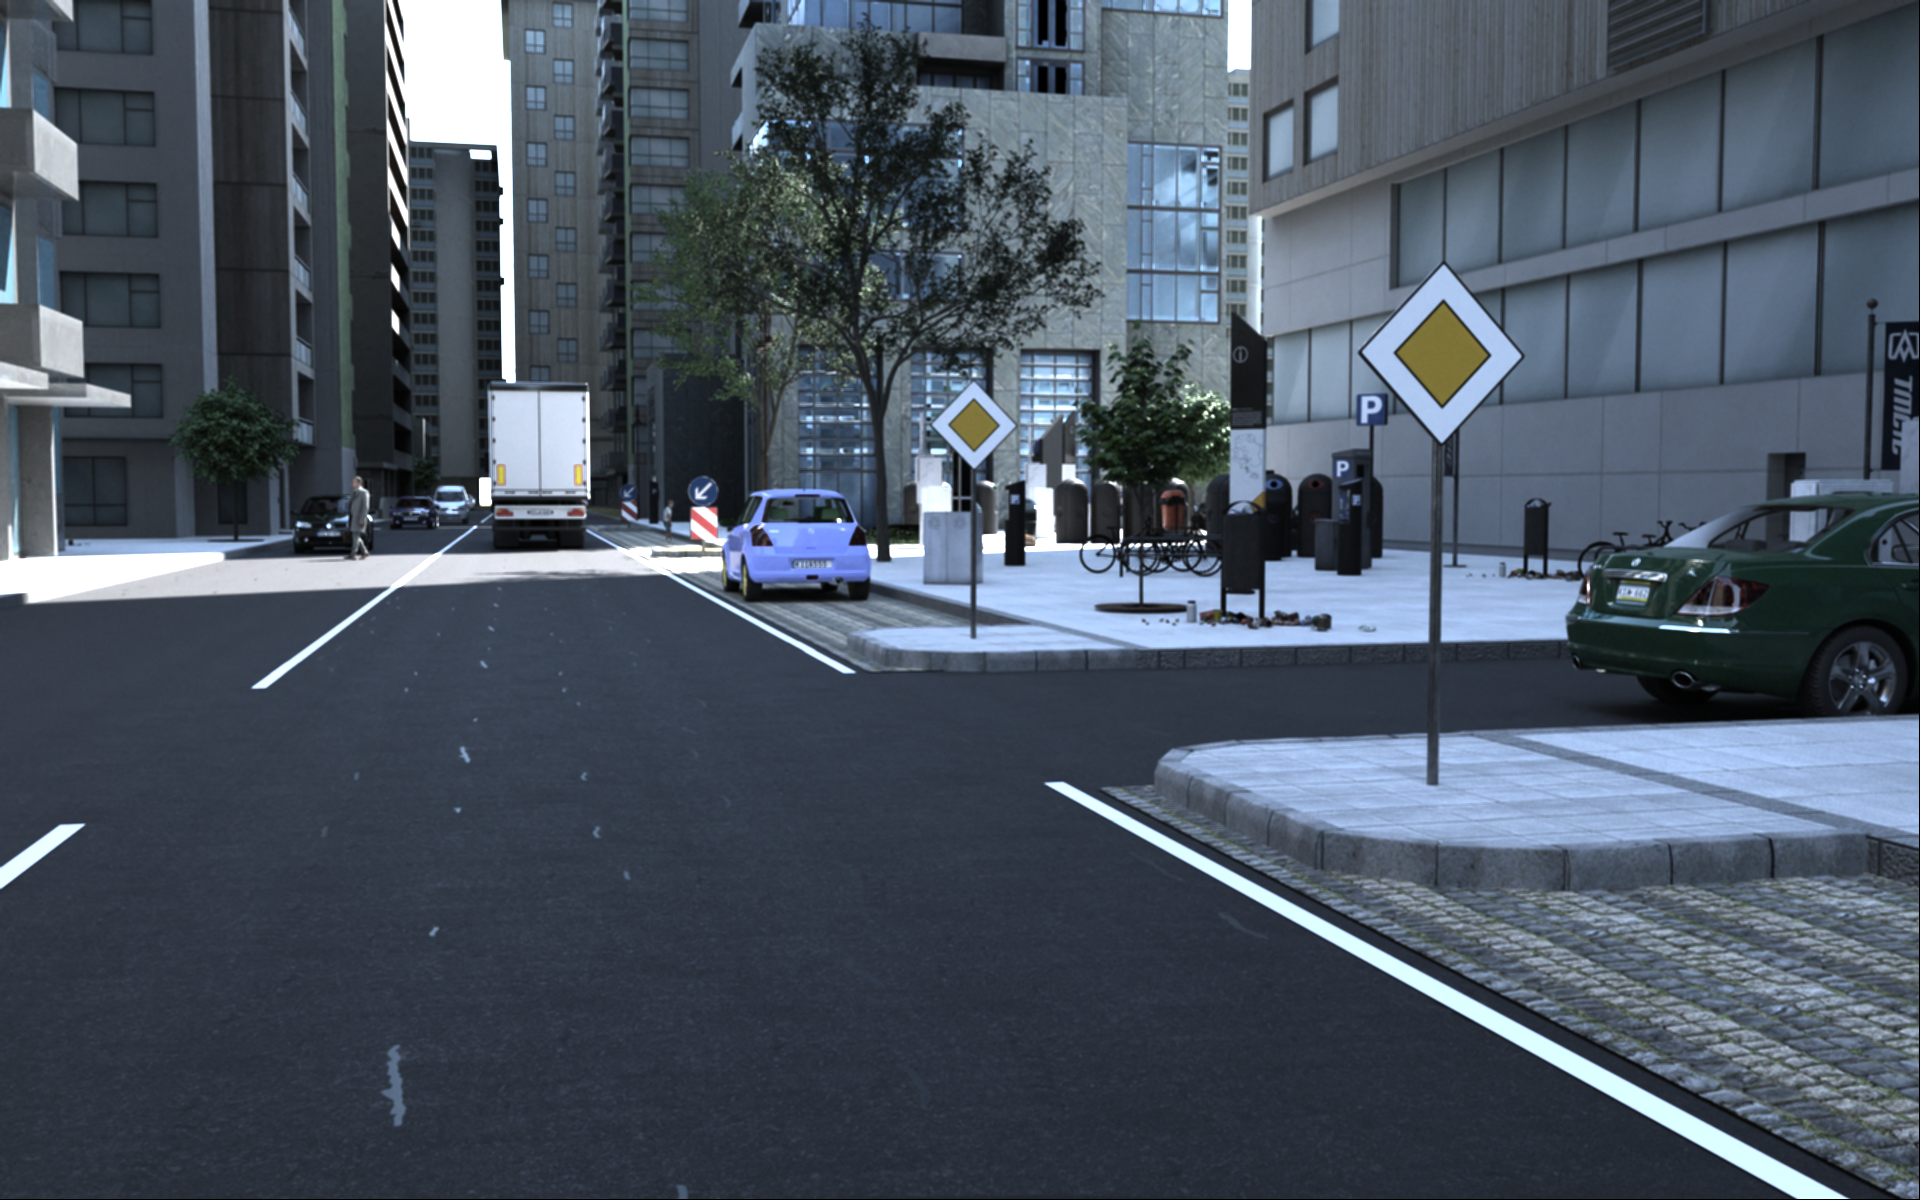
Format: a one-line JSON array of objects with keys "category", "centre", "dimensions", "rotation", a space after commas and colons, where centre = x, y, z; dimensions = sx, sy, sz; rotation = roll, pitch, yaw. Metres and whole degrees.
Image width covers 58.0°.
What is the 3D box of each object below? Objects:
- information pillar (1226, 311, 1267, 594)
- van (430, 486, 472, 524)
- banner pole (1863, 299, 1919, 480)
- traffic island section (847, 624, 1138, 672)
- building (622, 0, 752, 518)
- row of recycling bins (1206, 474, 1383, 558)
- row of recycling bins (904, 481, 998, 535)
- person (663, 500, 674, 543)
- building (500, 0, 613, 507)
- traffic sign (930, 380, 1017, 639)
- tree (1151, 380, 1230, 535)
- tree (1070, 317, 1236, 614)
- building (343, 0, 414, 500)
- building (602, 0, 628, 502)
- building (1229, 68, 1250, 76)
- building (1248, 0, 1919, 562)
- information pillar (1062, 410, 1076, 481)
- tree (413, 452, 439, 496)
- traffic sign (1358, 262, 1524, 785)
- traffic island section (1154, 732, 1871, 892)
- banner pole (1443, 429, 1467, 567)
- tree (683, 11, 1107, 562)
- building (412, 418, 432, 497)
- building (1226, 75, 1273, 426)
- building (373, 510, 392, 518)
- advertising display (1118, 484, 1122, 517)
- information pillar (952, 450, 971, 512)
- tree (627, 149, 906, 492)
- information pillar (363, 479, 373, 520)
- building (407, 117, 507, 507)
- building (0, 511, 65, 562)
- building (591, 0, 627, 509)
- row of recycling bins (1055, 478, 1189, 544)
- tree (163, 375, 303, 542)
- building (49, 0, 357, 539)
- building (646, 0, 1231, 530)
[{"category": "information pillar", "centre": [3.667, -1.883, 22.139], "dimensions": [0.504, 3.616, 0.183], "rotation": [3, 4, 36]}, {"category": "van", "centre": [-24.597, -4.682, 83.570], "dimensions": [2.013, 2.044, 4.112], "rotation": [-1, 4, -15]}, {"category": "banner pole", "centre": [11.908, -1.970, 22.228], "dimensions": [0.863, 3.779, 0.401], "rotation": [1, 4, 20]}, {"category": "traffic island section", "centre": [0.137, 0.420, 15.408], "dimensions": [2.009, 0.180, 2.903], "rotation": [-1, 4, -14]}, {"category": "building", "centre": [-12.230, -25.425, 99.297], "dimensions": [14.154, 41.232, 14.086], "rotation": [-1, 4, -14]}, {"category": "row of recycling bins", "centre": [6.792, -1.724, 35.293], "dimensions": [3.534, 1.692, 1.069], "rotation": [1, 4, 8]}, {"category": "row of recycling bins", "centre": [-0.301, -2.846, 53.652], "dimensions": [3.534, 1.692, 1.069], "rotation": [-3, 5, -41]}, {"category": "person", "centre": [-8.563, -2.308, 50.913], "dimensions": [0.352, 1.250, 0.332], "rotation": [1, 4, 11]}, {"category": "building", "centre": [-34.314, -36.415, 184.618], "dimensions": [27.495, 52.752, 28.713], "rotation": [-1, 4, -14]}, {"category": "traffic sign", "centre": [0.116, -0.715, 15.325], "dimensions": [0.795, 2.450, 0.064], "rotation": [-1, 4, -14]}, {"category": "tree", "centre": [6.776, -4.061, 50.104], "dimensions": [4.285, 4.588, 4.351], "rotation": [0, 3, 0]}, {"category": "tree", "centre": [1.945, -1.500, 19.126], "dimensions": [1.663, 3.219, 1.824], "rotation": [0, 3, 0]}, {"category": "building", "centre": [-48.851, -30.122, 116.202], "dimensions": [21.300, 48.544, 21.600], "rotation": [-1, 4, -14]}, {"category": "building", "centre": [-13.324, -28.526, 121.028], "dimensions": [22.147, 44.769, 28.867], "rotation": [-1, 4, -14]}, {"category": "building", "centre": [30.697, -29.830, 171.322], "dimensions": [14.086, 41.232, 14.154], "rotation": [-1, 4, -14]}, {"category": "building", "centre": [23.481, -27.269, 35.083], "dimensions": [27.495, 52.752, 28.713], "rotation": [-1, 4, -14]}, {"category": "information pillar", "centre": [3.038, -3.475, 48.171], "dimensions": [0.183, 3.616, 0.504], "rotation": [3, 5, 44]}, {"category": "tree", "centre": [-42.463, -9.297, 135.724], "dimensions": [4.285, 4.588, 4.351], "rotation": [0, 3, 0]}, {"category": "traffic sign", "centre": [2.084, -0.241, 7.586], "dimensions": [0.795, 2.450, 0.064], "rotation": [-1, 4, -14]}, {"category": "traffic island section", "centre": [2.105, 0.894, 7.668], "dimensions": [2.009, 0.180, 2.903], "rotation": [-1, 4, -14]}, {"category": "banner pole", "centre": [8.590, -2.459, 30.225], "dimensions": [0.401, 3.779, 0.863], "rotation": [2, 4, 35]}, {"category": "tree", "centre": [-1.398, -6.026, 32.942], "dimensions": [8.767, 10.594, 7.601], "rotation": [0, 4, 4]}, {"category": "building", "centre": [-61.081, -50.785, 143.003], "dimensions": [31.000, 86.520, 22.319], "rotation": [-1, 4, -14]}, {"category": "building", "centre": [14.565, -28.481, 157.545], "dimensions": [23.993, 40.220, 32.217], "rotation": [-1, 4, -14]}, {"category": "building", "centre": [-47.805, -24.530, 92.951], "dimensions": [32.217, 40.220, 23.993], "rotation": [-1, 4, -14]}, {"category": "advertising display", "centre": [5.311, -2.964, 53.677], "dimensions": [0.974, 1.923, 0.123], "rotation": [-1, 4, -20]}, {"category": "information pillar", "centre": [0.065, -1.476, 28.625], "dimensions": [0.304, 2.012, 0.304], "rotation": [-2, 4, -23]}, {"category": "tree", "centre": [-5.738, -7.673, 51.212], "dimensions": [9.928, 11.665, 9.643], "rotation": [0, 3, 0]}, {"category": "information pillar", "centre": [-29.294, -4.968, 85.725], "dimensions": [0.304, 2.012, 0.304], "rotation": [1, 4, 17]}, {"category": "building", "centre": [-59.692, -29.876, 180.349], "dimensions": [23.993, 40.220, 32.217], "rotation": [-1, 4, -14]}, {"category": "building", "centre": [-26.188, -24.649, 22.613], "dimensions": [23.786, 49.044, 30.456], "rotation": [-1, 4, -14]}, {"category": "building", "centre": [-19.712, -32.429, 149.824], "dimensions": [23.786, 49.044, 30.456], "rotation": [-1, 4, -14]}, {"category": "row of recycling bins", "centre": [4.260, -2.332, 45.241], "dimensions": [3.534, 1.692, 1.069], "rotation": [-1, 4, -9]}, {"category": "tree", "centre": [-19.781, -3.871, 47.005], "dimensions": [4.285, 4.588, 4.351], "rotation": [0, 3, 0]}, {"category": "building", "centre": [-27.171, -22.641, 53.775], "dimensions": [14.154, 41.232, 14.086], "rotation": [-1, 4, -14]}, {"category": "building", "centre": [-1.499, -46.604, 74.654], "dimensions": [22.319, 86.520, 31.000], "rotation": [-1, 4, -14]}]
